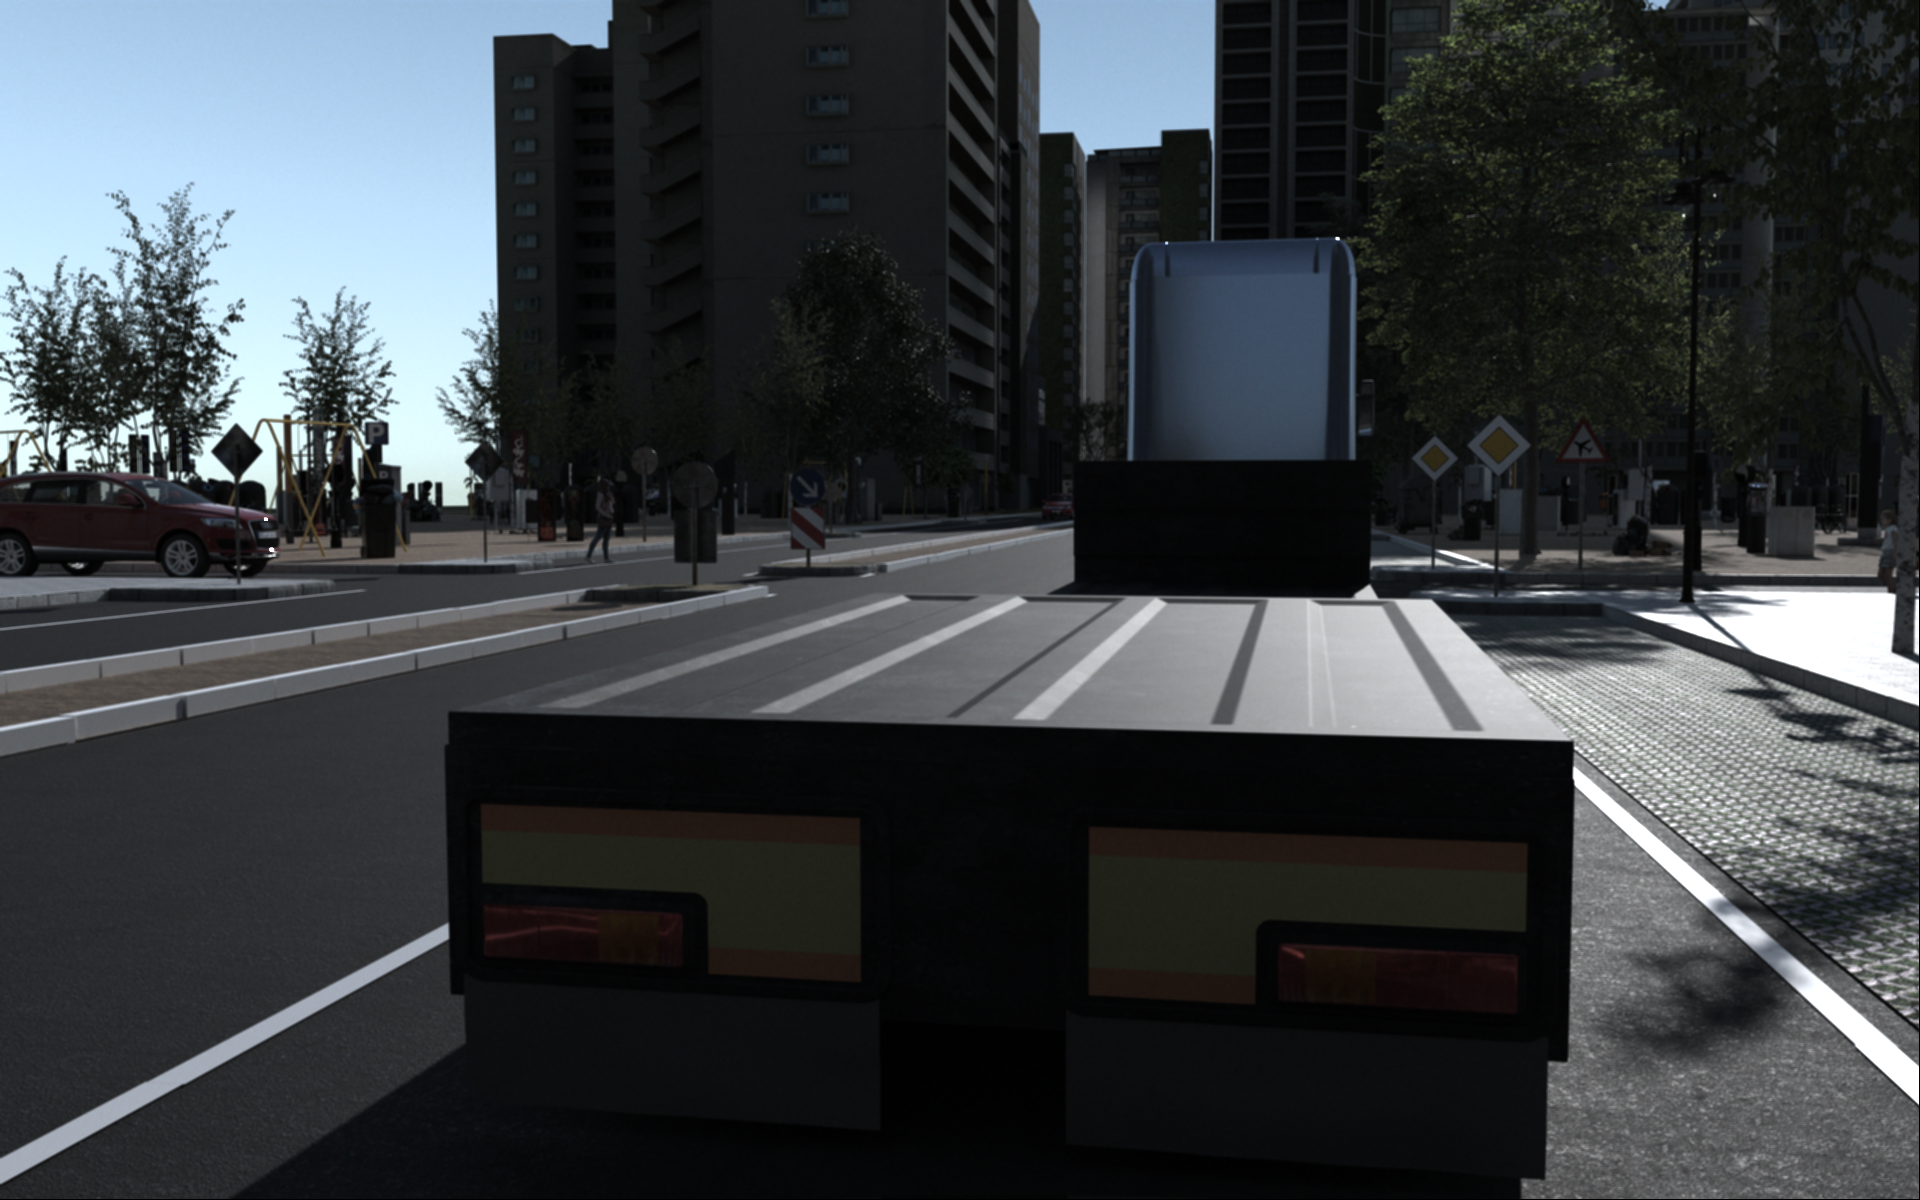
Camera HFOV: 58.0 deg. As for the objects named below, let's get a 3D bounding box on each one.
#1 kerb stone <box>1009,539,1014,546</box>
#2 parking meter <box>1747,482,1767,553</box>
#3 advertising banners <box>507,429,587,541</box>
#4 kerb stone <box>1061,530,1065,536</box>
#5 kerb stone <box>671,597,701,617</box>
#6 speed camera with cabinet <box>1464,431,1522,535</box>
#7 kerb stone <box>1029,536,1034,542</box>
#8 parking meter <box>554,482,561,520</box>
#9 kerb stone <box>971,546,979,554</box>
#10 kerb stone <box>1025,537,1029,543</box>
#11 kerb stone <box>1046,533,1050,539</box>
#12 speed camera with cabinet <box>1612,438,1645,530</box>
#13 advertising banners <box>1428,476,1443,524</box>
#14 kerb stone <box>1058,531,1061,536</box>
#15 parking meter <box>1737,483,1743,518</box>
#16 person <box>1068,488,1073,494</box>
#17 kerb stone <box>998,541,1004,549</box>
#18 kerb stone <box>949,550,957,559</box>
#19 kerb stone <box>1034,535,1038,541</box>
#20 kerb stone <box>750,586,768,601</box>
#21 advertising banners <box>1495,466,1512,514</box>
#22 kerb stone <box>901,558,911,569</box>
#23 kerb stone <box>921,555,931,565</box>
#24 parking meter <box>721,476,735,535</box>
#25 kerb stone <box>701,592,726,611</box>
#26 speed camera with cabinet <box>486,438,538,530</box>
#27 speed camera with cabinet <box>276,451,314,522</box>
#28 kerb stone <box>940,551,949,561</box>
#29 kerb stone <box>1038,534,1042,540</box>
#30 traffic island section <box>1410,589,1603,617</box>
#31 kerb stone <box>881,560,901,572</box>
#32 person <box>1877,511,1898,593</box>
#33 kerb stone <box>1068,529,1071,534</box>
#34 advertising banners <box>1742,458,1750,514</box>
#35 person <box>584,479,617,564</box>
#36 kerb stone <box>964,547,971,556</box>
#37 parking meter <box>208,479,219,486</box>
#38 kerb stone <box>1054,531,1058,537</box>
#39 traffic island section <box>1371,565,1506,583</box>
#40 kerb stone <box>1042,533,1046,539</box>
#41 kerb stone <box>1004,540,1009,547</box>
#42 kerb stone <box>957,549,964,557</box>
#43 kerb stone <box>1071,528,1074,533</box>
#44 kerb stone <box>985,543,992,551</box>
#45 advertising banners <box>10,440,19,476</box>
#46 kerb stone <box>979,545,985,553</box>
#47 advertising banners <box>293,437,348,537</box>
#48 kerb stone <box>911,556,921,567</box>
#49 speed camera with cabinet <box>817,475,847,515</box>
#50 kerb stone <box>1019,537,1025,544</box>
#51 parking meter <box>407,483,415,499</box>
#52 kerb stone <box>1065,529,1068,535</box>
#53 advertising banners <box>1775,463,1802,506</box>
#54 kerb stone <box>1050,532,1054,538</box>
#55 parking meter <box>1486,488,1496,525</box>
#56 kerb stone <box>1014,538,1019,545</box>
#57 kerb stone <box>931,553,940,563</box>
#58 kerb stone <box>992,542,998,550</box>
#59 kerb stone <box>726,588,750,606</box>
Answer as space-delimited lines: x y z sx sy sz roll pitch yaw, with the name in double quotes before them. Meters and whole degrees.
"kerb stone" 1.294 -1.544 47.442 0.120 0.150 1.000 1 4 10
"parking meter" 17.356 -1.793 37.721 0.372 1.533 0.369 0 3 0
"advertising banners" -11.206 -3.110 47.035 2.074 3.025 0.090 0 4 -7
"kerb stone" 3.400 -2.287 59.586 0.120 0.150 1.000 1 4 10
"kerb stone" -3.334 0.096 20.631 0.120 0.150 1.000 1 4 10
"speed camera with cabinet" 16.921 -3.673 54.396 2.038 3.252 0.660 3 5 41
"kerb stone" 1.991 -1.789 51.495 0.120 0.150 1.000 1 4 10
"parking meter" -19.750 -4.850 85.012 0.255 1.863 0.399 -2 4 -27
"kerb stone" 0.254 -1.174 41.390 0.120 0.150 1.000 1 4 10
"kerb stone" 1.819 -1.730 50.488 0.120 0.150 1.000 1 4 10
"kerb stone" 2.698 -2.039 55.533 0.120 0.150 1.000 1 4 10
"speed camera with cabinet" 24.070 -4.162 62.382 0.660 3.252 2.038 0 4 7
"advertising banners" 20.320 -4.766 74.104 0.090 3.025 2.074 0 4 -1
"kerb stone" 3.222 -2.223 58.580 0.120 0.150 1.000 1 4 10
"parking meter" 41.898 -5.333 92.899 0.399 1.863 0.255 -2 4 -31
"person" 7.319 -6.563 115.770 1.348 1.831 0.705 0 4 -6
"kerb stone" 0.951 -1.419 45.424 0.120 0.150 1.000 1 4 10
"kerb stone" -0.269 -0.988 38.347 0.120 0.150 1.000 1 4 10
"kerb stone" 2.173 -1.854 52.506 0.120 0.150 1.000 1 4 10
"kerb stone" -2.817 -0.088 23.659 0.120 0.150 1.000 1 4 10
"advertising banners" 30.691 -6.222 97.919 2.074 3.025 0.090 -3 4 -36
"kerb stone" -1.144 -0.676 33.295 0.120 0.150 1.000 1 4 10
"kerb stone" -0.802 -0.803 35.322 0.120 0.150 1.000 1 4 10
"parking meter" -7.332 -2.997 54.712 0.399 1.863 0.255 3 5 45
"kerb stone" -3.162 0.034 21.638 0.120 0.150 1.000 1 4 10
"speed camera with cabinet" -15.889 -4.142 62.056 2.038 3.252 0.660 -2 4 -31
"speed camera with cabinet" -30.381 -5.187 79.142 0.660 3.252 2.038 1 4 16
"kerb stone" -0.441 -0.918 37.339 0.120 0.150 1.000 1 4 10
"kerb stone" 2.347 -1.913 53.519 0.120 0.150 1.000 1 4 10
"traffic island section" 6.746 0.033 21.738 2.009 0.180 2.903 1 4 10
"kerb stone" -1.315 -0.617 32.287 0.120 0.150 1.000 1 4 10
"person" 12.409 -0.579 22.986 0.382 1.210 0.505 1 4 14
"kerb stone" 3.736 -2.410 61.603 0.120 0.150 1.000 1 4 10
"advertising banners" 33.726 -4.774 74.241 0.090 3.025 2.074 2 4 31
"person" -7.424 -1.631 35.751 0.643 1.750 0.593 0 4 -3
"kerb stone" 0.068 -1.107 40.375 0.120 0.150 1.000 1 4 10
"parking meter" -27.985 -3.629 65.041 0.399 1.863 0.255 1 4 16
"kerb stone" 3.040 -2.163 57.560 0.120 0.150 1.000 1 4 10
"traffic island section" 8.105 -0.448 29.607 2.009 0.180 2.903 1 4 10
"kerb stone" 2.519 -1.976 54.527 0.120 0.150 1.000 1 4 10
"kerb stone" 1.120 -1.482 46.433 0.120 0.150 1.000 1 4 10
"kerb stone" -0.107 -1.050 39.365 0.120 0.150 1.000 1 4 10
"kerb stone" 3.917 -2.473 62.626 0.120 0.150 1.000 1 4 10
"kerb stone" 0.597 -1.292 43.407 0.120 0.150 1.000 1 4 10
"advertising banners" -30.977 -3.661 56.045 0.090 3.025 2.074 0 4 0
"kerb stone" 0.424 -1.236 42.400 0.120 0.150 1.000 1 4 10
"advertising banners" -19.449 -3.441 52.449 0.090 3.025 2.074 3 5 40
"kerb stone" -0.972 -0.741 34.314 0.120 0.150 1.000 1 4 10
"speed camera with cabinet" -7.873 -6.748 104.668 2.038 3.252 0.660 0 4 -7
"kerb stone" 1.648 -1.668 49.467 0.120 0.150 1.000 1 4 10
"parking meter" -29.156 -5.278 92.003 0.255 1.863 0.399 1 4 10
"kerb stone" 3.570 -2.340 60.595 0.120 0.150 1.000 1 4 10
"advertising banners" 46.675 -6.231 98.068 0.090 3.025 2.074 -2 4 -31
"kerb stone" 2.865 -2.101 56.542 0.120 0.150 1.000 1 4 10
"parking meter" 21.856 -3.846 71.297 0.372 1.533 0.369 0 3 0
"kerb stone" 1.462 -1.606 48.451 0.120 0.150 1.000 1 4 10
"kerb stone" -0.620 -0.864 36.328 0.120 0.150 1.000 1 4 10
"kerb stone" 0.782 -1.359 44.416 0.120 0.150 1.000 1 4 10
"kerb stone" -2.985 -0.028 22.651 0.120 0.150 1.000 1 4 10
